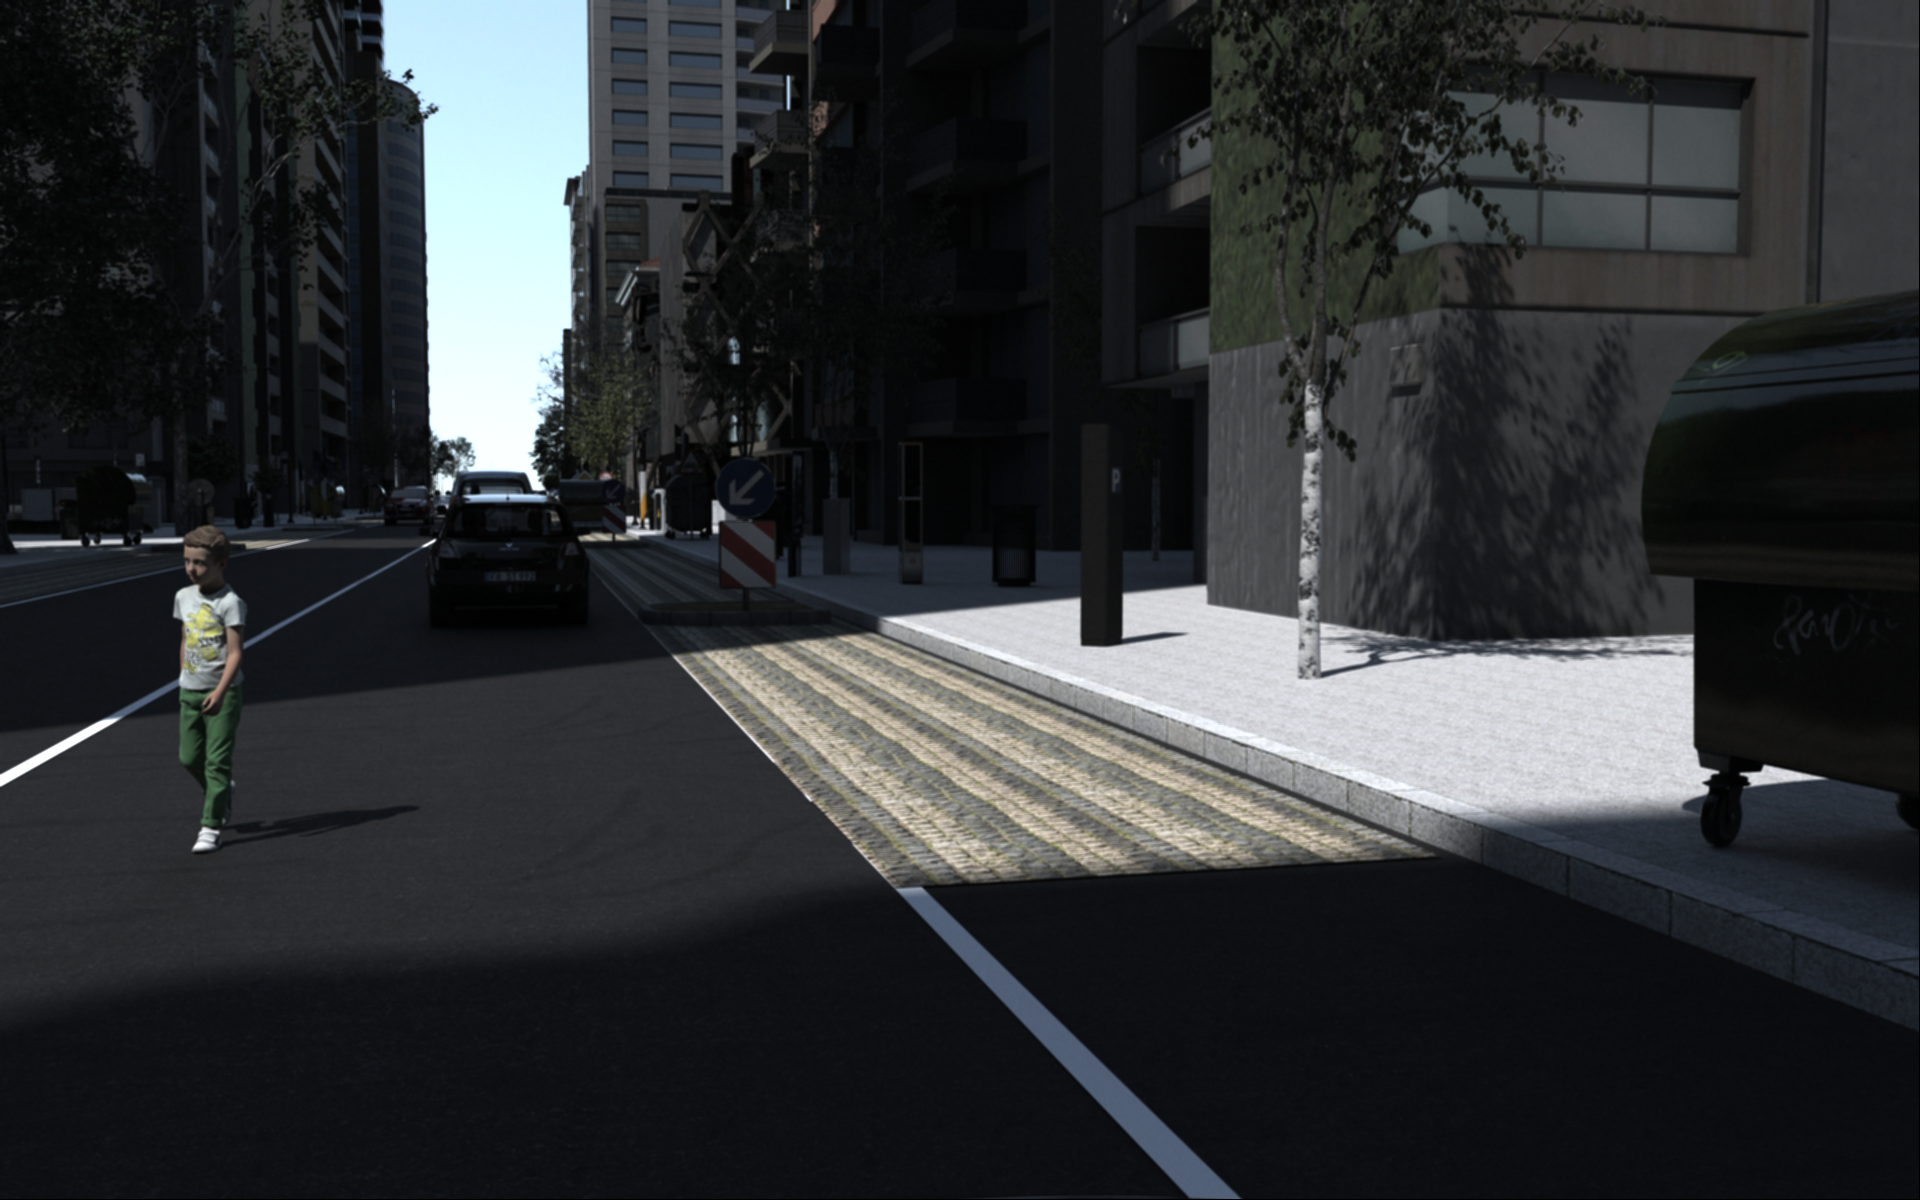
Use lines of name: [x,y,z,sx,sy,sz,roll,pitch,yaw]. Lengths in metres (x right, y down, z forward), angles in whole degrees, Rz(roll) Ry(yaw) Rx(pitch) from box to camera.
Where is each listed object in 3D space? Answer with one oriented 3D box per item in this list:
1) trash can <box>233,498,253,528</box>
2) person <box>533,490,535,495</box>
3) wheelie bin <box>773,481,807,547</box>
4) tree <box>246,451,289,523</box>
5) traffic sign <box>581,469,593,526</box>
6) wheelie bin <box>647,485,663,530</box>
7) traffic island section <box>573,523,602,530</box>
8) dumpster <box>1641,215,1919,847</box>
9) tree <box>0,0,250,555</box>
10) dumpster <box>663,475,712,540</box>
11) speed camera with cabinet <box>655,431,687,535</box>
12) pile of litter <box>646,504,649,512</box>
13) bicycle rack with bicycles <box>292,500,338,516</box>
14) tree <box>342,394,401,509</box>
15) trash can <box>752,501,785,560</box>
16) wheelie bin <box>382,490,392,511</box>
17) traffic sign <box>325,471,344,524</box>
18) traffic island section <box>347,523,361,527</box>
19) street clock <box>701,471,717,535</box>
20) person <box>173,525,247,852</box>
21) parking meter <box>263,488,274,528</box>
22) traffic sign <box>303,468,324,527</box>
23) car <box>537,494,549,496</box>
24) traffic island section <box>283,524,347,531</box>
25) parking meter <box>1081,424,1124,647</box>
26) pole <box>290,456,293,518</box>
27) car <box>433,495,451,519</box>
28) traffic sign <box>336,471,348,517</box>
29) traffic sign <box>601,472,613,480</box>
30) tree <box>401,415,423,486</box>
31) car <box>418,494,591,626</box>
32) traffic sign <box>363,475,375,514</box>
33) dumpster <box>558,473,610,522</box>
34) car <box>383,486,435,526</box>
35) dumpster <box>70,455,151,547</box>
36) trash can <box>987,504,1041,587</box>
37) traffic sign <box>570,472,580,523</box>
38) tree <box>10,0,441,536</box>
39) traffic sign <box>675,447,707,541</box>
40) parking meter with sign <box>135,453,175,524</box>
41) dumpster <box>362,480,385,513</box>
trash can: [-27.123,-3.295,65.528,0.748,1.137,0.748,0,3,0]
person: [-45.249,-10.716,183.699,0.705,1.826,1.348,2,4,26]
wheelie bin: [-4.200,-2.087,42.030,0.980,1.594,0.693,0,4,1]
tree: [-31.169,-5.097,77.945,1.663,3.219,1.824,0,3,0]
traffic sign: [-15.173,-4.065,70.102,0.795,2.450,0.064,-1,4,-14]
wheelie bin: [-10.740,-3.287,61.645,0.693,1.594,0.980,-2,4,-32]
traffic island section: [-17.122,-3.403,77.923,2.009,0.180,2.903,-1,4,-14]
dumpster: [3.452,-0.191,5.619,1.502,2.255,1.985,-1,4,-14]
tree: [-20.638,-7.323,36.732,9.611,12.733,9.660,0,3,0]
dumpster: [-7.740,-2.661,49.262,1.264,1.857,1.865,-1,4,-14]
speed camera with cabinet: [-9.150,-3.708,54.960,0.660,3.252,2.038,-2,4,-26]
pile of litter: [-17.507,-5.058,96.665,1.176,0.858,1.719,-3,5,-41]
bicycle rack with bicycles: [-37.429,-5.343,100.734,2.925,0.926,2.852,-2,4,-26]
tree: [-44.903,-11.099,131.827,4.360,8.622,3.978,0,3,0]
trash can: [-3.772,-1.364,33.952,0.748,1.137,0.748,0,3,0]
wheelie bin: [-43.366,-7.553,131.396,0.980,1.594,0.693,-2,4,-27]
traffic sign: [-27.174,-4.384,75.317,0.795,2.450,0.064,-1,4,-14]
traffic island section: [-27.195,-3.247,75.373,2.009,0.180,2.903,-1,4,-14]
street clock: [-7.872,-3.040,54.271,0.471,2.002,0.358,0,4,2]
person: [-3.075,0.344,7.131,0.306,1.304,0.590,0,4,-8]
parking meter: [-26.580,-3.558,66.577,0.372,1.533,0.369,0,3,0]
traffic sign: [-25.203,-3.910,67.578,0.795,2.450,0.064,-1,4,-14]
car: [-47.132,-11.416,195.452,1.959,1.807,4.718,-1,4,-14]
traffic island section: [-25.224,-2.774,67.634,2.009,0.180,2.903,-1,4,-14]
parking meter: [1.208,-0.550,14.697,0.255,1.863,0.399,2,4,27]
pole: [-36.143,-6.093,93.458,0.158,3.312,0.155,0,3,0]
car: [-29.301,-5.291,98.865,2.083,1.381,4.827,-1,4,-15]
traffic sign: [-34.071,-5.825,95.352,0.768,2.556,0.104,-1,4,-12]
traffic sign: [-20.027,-5.990,98.040,0.768,2.556,0.104,0,4,-7]
tree: [-45.986,-11.443,137.461,4.360,8.622,3.978,0,3,0]
car: [-5.311,-0.643,20.298,2.009,1.686,4.222,-1,4,-15]
traffic sign: [-38.657,-6.926,113.351,0.768,2.556,0.104,-1,4,-12]
dumpster: [-14.672,-3.835,67.652,1.985,2.255,1.502,-1,4,-13]
car: [-25.638,-4.406,80.703,2.281,1.827,5.304,-1,4,-14]
dumpster: [-21.157,-2.488,43.171,1.502,2.255,1.985,-1,4,-14]
trash can: [0.752,-0.761,24.091,0.748,1.137,0.748,0,3,0]
traffic sign: [-17.143,-4.538,77.841,0.795,2.450,0.064,-1,4,-14]
tree: [-22.527,-11.960,51.435,12.611,20.169,13.585,0,3,0]
traffic sign: [-7.375,-2.907,47.531,0.884,2.594,0.081,0,4,-6]
parking meter with sign: [-34.864,-4.828,75.194,0.543,3.016,1.738,1,4,21]
dumpster: [-40.864,-7.220,120.542,1.502,2.255,1.985,-1,4,-14]
